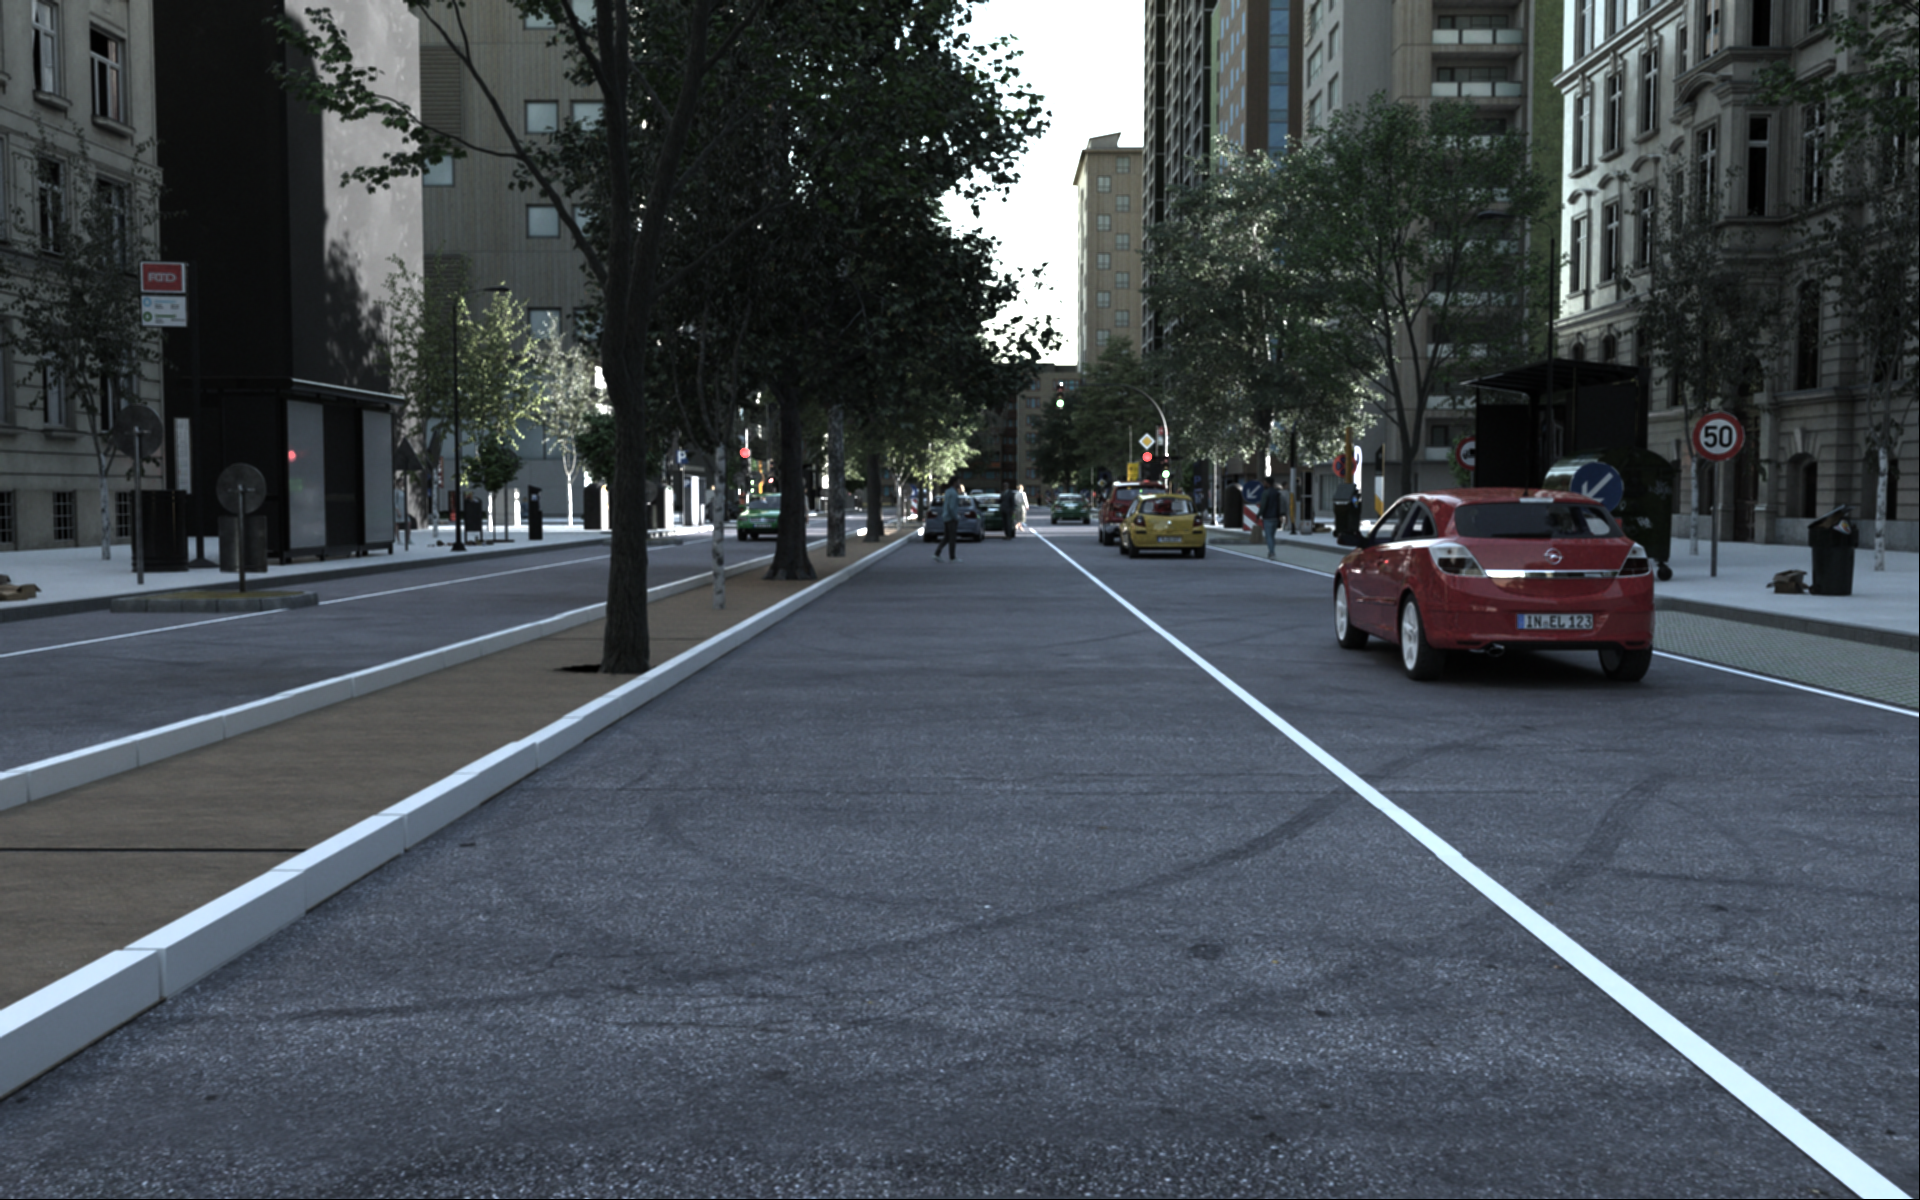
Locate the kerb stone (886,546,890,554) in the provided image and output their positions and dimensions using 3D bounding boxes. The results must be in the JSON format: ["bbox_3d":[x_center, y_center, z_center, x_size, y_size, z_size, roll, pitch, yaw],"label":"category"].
[{"bbox_3d":[-1.781,-1.103,40.243,0.120,0.150,1.000,0,4,1],"label":"kerb stone"}]

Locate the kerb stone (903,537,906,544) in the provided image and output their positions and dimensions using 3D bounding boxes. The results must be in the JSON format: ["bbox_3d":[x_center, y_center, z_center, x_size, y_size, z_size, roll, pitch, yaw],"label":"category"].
[{"bbox_3d":[-1.667,-1.607,48.462,0.120,0.150,1.000,0,4,1],"label":"kerb stone"}]

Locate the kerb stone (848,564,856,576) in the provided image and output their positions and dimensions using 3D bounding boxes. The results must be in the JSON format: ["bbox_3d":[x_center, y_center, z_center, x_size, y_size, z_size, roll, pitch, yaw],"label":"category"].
[{"bbox_3d":[-1.937,-0.477,29.991,0.120,0.150,1.000,0,4,1],"label":"kerb stone"}]

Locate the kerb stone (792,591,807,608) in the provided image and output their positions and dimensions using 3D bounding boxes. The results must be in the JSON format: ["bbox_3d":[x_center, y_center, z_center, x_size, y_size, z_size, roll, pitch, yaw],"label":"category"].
[{"bbox_3d":[-2.063,0.025,21.793,0.120,0.150,1.000,0,4,1],"label":"kerb stone"}]

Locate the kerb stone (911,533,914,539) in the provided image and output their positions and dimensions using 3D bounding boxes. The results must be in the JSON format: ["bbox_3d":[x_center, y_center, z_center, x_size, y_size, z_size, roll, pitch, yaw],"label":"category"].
[{"bbox_3d":[-1.583,-1.920,53.591,0.120,0.150,1.000,0,4,1],"label":"kerb stone"}]

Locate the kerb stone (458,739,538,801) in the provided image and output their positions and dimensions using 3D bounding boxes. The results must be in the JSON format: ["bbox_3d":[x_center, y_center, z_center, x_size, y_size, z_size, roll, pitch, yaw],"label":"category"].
[{"bbox_3d":[-2.264,0.840,8.469,0.120,0.150,1.000,0,4,1],"label":"kerb stone"}]

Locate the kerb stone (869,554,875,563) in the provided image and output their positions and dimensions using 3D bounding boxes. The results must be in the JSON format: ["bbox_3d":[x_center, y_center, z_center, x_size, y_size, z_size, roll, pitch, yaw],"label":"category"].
[{"bbox_3d":[-1.860,-0.790,35.112,0.120,0.150,1.000,0,4,1],"label":"kerb stone"}]

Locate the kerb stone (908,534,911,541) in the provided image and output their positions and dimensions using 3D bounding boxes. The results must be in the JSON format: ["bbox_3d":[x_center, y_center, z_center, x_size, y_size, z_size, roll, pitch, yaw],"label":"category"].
[{"bbox_3d":[-1.610,-1.795,51.543,0.120,0.150,1.000,0,4,1],"label":"kerb stone"}]

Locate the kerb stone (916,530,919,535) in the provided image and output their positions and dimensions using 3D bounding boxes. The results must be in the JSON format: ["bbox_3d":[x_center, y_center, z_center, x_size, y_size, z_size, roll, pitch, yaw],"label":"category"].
[{"bbox_3d":[-1.523,-2.172,57.700,0.120,0.150,1.000,0,4,1],"label":"kerb stone"}]

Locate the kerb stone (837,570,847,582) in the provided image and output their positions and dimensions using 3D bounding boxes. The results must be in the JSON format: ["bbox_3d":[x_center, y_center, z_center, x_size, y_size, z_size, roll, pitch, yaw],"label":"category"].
[{"bbox_3d":[-1.967,-0.348,27.939,0.120,0.150,1.000,0,4,1],"label":"kerb stone"}]

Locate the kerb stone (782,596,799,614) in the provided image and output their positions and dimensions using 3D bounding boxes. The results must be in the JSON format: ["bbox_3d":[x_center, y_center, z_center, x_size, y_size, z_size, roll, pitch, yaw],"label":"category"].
[{"bbox_3d":[-2.081,0.087,20.771,0.120,0.150,1.000,0,4,1],"label":"kerb stone"}]

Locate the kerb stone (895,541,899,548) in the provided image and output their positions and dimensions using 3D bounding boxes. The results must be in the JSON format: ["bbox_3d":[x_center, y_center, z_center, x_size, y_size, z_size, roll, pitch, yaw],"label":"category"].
[{"bbox_3d":[-1.722,-1.355,44.357,0.120,0.150,1.000,0,4,1],"label":"kerb stone"}]

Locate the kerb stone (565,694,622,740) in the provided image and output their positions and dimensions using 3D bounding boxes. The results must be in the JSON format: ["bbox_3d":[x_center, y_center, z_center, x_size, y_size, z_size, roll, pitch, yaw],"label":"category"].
[{"bbox_3d":[-2.233,0.721,10.514,0.120,0.150,1.000,0,4,1],"label":"kerb stone"}]

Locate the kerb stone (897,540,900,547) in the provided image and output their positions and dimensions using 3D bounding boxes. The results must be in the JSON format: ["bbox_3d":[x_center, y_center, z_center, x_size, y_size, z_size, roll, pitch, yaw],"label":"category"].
[{"bbox_3d":[-1.713,-1.414,45.385,0.120,0.150,1.000,0,4,1],"label":"kerb stone"}]

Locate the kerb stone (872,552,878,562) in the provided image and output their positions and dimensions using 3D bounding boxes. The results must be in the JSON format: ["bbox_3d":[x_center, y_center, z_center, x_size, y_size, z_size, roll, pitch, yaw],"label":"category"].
[{"bbox_3d":[-1.846,-0.853,36.141,0.120,0.150,1.000,0,4,1],"label":"kerb stone"}]

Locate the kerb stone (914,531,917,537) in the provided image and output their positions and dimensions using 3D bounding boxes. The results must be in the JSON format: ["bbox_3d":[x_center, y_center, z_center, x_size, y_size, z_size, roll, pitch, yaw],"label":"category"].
[{"bbox_3d":[-1.557,-2.045,55.638,0.120,0.150,1.000,0,4,1],"label":"kerb stone"}]

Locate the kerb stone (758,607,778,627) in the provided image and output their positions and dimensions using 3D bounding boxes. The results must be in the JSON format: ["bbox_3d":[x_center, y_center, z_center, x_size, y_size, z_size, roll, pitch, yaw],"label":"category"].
[{"bbox_3d":[-2.111,0.212,18.726,0.120,0.150,1.000,0,4,1],"label":"kerb stone"}]

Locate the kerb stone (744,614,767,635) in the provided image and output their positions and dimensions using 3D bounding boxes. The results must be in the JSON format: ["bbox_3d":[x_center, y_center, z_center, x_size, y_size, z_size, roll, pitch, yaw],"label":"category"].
[{"bbox_3d":[-2.124,0.275,17.700,0.120,0.150,1.000,0,4,1],"label":"kerb stone"}]

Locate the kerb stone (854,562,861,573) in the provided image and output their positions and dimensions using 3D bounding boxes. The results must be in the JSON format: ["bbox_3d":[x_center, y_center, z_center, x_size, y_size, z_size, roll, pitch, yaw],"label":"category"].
[{"bbox_3d":[-1.923,-0.539,31.013,0.120,0.150,1.000,0,4,1],"label":"kerb stone"}]

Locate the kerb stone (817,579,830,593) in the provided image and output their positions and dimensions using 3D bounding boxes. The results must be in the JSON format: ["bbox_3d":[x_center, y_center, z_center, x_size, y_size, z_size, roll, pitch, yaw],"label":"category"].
[{"bbox_3d":[-2.016,-0.164,24.869,0.120,0.150,1.000,0,4,1],"label":"kerb stone"}]

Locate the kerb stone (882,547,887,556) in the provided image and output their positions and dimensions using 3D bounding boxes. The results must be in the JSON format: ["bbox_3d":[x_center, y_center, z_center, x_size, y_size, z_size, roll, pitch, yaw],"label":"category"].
[{"bbox_3d":[-1.797,-1.041,39.221,0.120,0.150,1.000,0,4,1],"label":"kerb stone"}]

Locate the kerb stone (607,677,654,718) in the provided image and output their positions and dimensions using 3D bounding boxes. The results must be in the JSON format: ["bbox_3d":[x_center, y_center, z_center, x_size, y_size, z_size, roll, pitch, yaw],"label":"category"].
[{"bbox_3d":[-2.214,0.656,11.542,0.120,0.150,1.000,0,4,1],"label":"kerb stone"}]

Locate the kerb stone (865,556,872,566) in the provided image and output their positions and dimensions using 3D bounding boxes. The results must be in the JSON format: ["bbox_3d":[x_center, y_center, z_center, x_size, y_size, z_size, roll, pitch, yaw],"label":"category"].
[{"bbox_3d":[-1.877,-0.727,34.090,0.120,0.150,1.000,0,4,1],"label":"kerb stone"}]

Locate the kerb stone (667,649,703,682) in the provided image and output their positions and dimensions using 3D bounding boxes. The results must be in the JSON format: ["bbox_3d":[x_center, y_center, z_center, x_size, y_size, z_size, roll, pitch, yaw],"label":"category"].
[{"bbox_3d":[-2.182,0.526,13.595,0.120,0.150,1.000,0,4,1],"label":"kerb stone"}]

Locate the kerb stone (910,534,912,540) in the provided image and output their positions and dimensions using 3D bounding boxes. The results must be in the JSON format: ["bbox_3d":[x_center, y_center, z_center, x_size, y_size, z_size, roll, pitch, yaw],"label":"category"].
[{"bbox_3d":[-1.609,-1.854,52.565,0.120,0.150,1.000,0,4,1],"label":"kerb stone"}]

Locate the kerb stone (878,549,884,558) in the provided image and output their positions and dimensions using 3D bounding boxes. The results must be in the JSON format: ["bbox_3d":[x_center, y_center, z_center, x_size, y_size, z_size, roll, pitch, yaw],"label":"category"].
[{"bbox_3d":[-1.814,-0.978,38.185,0.120,0.150,1.000,0,4,1],"label":"kerb stone"}]

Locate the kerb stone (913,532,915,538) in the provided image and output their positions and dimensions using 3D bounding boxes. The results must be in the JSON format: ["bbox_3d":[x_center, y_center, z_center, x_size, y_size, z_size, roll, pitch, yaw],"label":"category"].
[{"bbox_3d":[-1.564,-1.983,54.612,0.120,0.150,1.000,0,4,1],"label":"kerb stone"}]

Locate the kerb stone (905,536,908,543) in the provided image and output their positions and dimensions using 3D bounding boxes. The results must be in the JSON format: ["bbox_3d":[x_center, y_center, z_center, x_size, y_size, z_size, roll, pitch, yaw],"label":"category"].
[{"bbox_3d":[-1.647,-1.669,49.491,0.120,0.150,1.000,0,4,1],"label":"kerb stone"}]

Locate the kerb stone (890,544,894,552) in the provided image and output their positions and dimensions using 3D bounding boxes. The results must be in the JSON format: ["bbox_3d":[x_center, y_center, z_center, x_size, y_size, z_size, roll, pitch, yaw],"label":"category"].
[{"bbox_3d":[-1.752,-1.228,42.296,0.120,0.150,1.000,0,4,1],"label":"kerb stone"}]

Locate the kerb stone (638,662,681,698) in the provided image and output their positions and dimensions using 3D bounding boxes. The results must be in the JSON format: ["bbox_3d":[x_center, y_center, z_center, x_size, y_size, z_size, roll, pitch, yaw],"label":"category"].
[{"bbox_3d":[-2.195,0.589,12.570,0.120,0.150,1.000,0,4,1],"label":"kerb stone"}]

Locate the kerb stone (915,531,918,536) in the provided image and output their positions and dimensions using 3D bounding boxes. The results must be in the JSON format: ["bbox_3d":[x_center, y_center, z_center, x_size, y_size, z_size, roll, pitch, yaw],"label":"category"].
[{"bbox_3d":[-1.541,-2.107,56.667,0.120,0.150,1.000,0,4,1],"label":"kerb stone"}]

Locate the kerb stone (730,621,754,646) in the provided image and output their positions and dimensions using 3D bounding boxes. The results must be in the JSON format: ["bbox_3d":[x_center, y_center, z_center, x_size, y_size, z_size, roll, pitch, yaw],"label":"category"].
[{"bbox_3d":[-2.135,0.338,16.677,0.120,0.150,1.000,0,4,1],"label":"kerb stone"}]

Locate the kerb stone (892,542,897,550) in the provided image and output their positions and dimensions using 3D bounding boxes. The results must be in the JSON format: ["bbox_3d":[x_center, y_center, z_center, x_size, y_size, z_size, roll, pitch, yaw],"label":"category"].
[{"bbox_3d":[-1.731,-1.293,43.335,0.120,0.150,1.000,0,4,1],"label":"kerb stone"}]

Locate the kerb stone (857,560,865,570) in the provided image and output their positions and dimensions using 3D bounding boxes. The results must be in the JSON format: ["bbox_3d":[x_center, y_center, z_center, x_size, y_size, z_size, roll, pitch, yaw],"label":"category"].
[{"bbox_3d":[-1.899,-0.602,32.038,0.120,0.150,1.000,0,4,1],"label":"kerb stone"}]

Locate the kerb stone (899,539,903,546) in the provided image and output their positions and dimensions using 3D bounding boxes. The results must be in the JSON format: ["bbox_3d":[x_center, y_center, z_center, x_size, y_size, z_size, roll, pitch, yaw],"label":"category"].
[{"bbox_3d":[-1.692,-1.478,46.414,0.120,0.150,1.000,0,4,1],"label":"kerb stone"}]

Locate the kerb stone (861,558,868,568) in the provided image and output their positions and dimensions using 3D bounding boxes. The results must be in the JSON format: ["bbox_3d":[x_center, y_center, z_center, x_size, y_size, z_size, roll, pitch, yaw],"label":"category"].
[{"bbox_3d":[-1.897,-0.665,33.062,0.120,0.150,1.000,0,4,1],"label":"kerb stone"}]

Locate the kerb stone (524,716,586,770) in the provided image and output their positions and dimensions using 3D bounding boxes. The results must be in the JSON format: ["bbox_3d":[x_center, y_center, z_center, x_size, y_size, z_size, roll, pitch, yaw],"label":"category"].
[{"bbox_3d":[-2.239,0.787,9.491,0.120,0.150,1.000,0,4,1],"label":"kerb stone"}]

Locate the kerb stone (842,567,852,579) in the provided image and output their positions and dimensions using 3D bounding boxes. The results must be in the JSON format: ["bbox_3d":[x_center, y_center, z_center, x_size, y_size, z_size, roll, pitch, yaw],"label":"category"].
[{"bbox_3d":[-1.953,-0.414,28.966,0.120,0.150,1.000,0,4,1],"label":"kerb stone"}]

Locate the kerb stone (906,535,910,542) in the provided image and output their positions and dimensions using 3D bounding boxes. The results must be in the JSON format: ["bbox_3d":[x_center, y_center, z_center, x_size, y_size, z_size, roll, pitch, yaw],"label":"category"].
[{"bbox_3d":[-1.625,-1.724,50.513,0.120,0.150,1.000,0,4,1],"label":"kerb stone"}]

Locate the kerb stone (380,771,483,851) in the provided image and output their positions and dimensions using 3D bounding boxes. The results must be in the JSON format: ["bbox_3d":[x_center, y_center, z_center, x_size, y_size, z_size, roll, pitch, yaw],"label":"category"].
[{"bbox_3d":[-2.270,0.902,7.447,0.120,0.150,1.000,0,4,1],"label":"kerb stone"}]

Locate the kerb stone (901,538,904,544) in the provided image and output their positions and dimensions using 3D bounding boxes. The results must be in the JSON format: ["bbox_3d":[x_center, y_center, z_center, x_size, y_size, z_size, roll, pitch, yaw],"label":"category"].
[{"bbox_3d":[-1.683,-1.541,47.438,0.120,0.150,1.000,0,4,1],"label":"kerb stone"}]

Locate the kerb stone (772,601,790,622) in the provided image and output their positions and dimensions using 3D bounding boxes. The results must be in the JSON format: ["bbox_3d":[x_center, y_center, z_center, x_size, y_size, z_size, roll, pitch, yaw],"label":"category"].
[{"bbox_3d":[-2.090,0.150,19.750,0.120,0.150,1.000,0,4,1],"label":"kerb stone"}]

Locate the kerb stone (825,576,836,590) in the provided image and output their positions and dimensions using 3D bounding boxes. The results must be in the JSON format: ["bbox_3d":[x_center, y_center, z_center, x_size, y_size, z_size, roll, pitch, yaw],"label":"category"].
[{"bbox_3d":[-2.000,-0.226,25.891,0.120,0.150,1.000,0,4,1],"label":"kerb stone"}]

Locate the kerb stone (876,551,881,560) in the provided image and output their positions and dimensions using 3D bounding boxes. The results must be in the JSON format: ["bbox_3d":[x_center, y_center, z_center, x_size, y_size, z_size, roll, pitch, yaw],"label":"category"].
[{"bbox_3d":[-1.833,-0.915,37.163,0.120,0.150,1.000,0,4,1],"label":"kerb stone"}]

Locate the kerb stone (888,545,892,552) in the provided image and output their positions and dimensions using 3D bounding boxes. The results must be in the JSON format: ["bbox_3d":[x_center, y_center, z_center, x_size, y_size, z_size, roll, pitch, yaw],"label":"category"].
[{"bbox_3d":[-1.766,-1.166,41.265,0.120,0.150,1.000,0,4,1],"label":"kerb stone"}]

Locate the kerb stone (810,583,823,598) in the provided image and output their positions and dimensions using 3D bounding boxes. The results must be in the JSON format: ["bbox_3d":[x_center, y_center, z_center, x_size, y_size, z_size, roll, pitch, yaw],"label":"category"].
[{"bbox_3d":[-2.028,-0.101,23.845,0.120,0.150,1.000,0,4,1],"label":"kerb stone"}]

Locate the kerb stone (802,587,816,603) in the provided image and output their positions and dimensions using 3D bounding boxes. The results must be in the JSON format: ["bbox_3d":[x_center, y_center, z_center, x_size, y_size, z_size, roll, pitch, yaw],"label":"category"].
[{"bbox_3d":[-2.047,-0.037,22.824,0.120,0.150,1.000,0,4,1],"label":"kerb stone"}]

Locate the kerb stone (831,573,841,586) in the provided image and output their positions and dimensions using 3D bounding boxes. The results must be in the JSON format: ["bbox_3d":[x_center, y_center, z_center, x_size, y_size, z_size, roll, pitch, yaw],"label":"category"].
[{"bbox_3d":[-1.985,-0.288,26.915,0.120,0.150,1.000,0,4,1],"label":"kerb stone"}]

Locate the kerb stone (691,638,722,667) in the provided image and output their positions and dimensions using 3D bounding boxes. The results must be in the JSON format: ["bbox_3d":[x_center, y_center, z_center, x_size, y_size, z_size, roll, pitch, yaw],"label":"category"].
[{"bbox_3d":[-2.168,0.463,14.621,0.120,0.150,1.000,0,4,1],"label":"kerb stone"}]

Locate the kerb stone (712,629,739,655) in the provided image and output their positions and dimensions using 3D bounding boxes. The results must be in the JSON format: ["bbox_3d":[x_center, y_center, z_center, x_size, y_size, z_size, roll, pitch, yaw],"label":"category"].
[{"bbox_3d":[-2.157,0.401,15.656,0.120,0.150,1.000,0,4,1],"label":"kerb stone"}]
